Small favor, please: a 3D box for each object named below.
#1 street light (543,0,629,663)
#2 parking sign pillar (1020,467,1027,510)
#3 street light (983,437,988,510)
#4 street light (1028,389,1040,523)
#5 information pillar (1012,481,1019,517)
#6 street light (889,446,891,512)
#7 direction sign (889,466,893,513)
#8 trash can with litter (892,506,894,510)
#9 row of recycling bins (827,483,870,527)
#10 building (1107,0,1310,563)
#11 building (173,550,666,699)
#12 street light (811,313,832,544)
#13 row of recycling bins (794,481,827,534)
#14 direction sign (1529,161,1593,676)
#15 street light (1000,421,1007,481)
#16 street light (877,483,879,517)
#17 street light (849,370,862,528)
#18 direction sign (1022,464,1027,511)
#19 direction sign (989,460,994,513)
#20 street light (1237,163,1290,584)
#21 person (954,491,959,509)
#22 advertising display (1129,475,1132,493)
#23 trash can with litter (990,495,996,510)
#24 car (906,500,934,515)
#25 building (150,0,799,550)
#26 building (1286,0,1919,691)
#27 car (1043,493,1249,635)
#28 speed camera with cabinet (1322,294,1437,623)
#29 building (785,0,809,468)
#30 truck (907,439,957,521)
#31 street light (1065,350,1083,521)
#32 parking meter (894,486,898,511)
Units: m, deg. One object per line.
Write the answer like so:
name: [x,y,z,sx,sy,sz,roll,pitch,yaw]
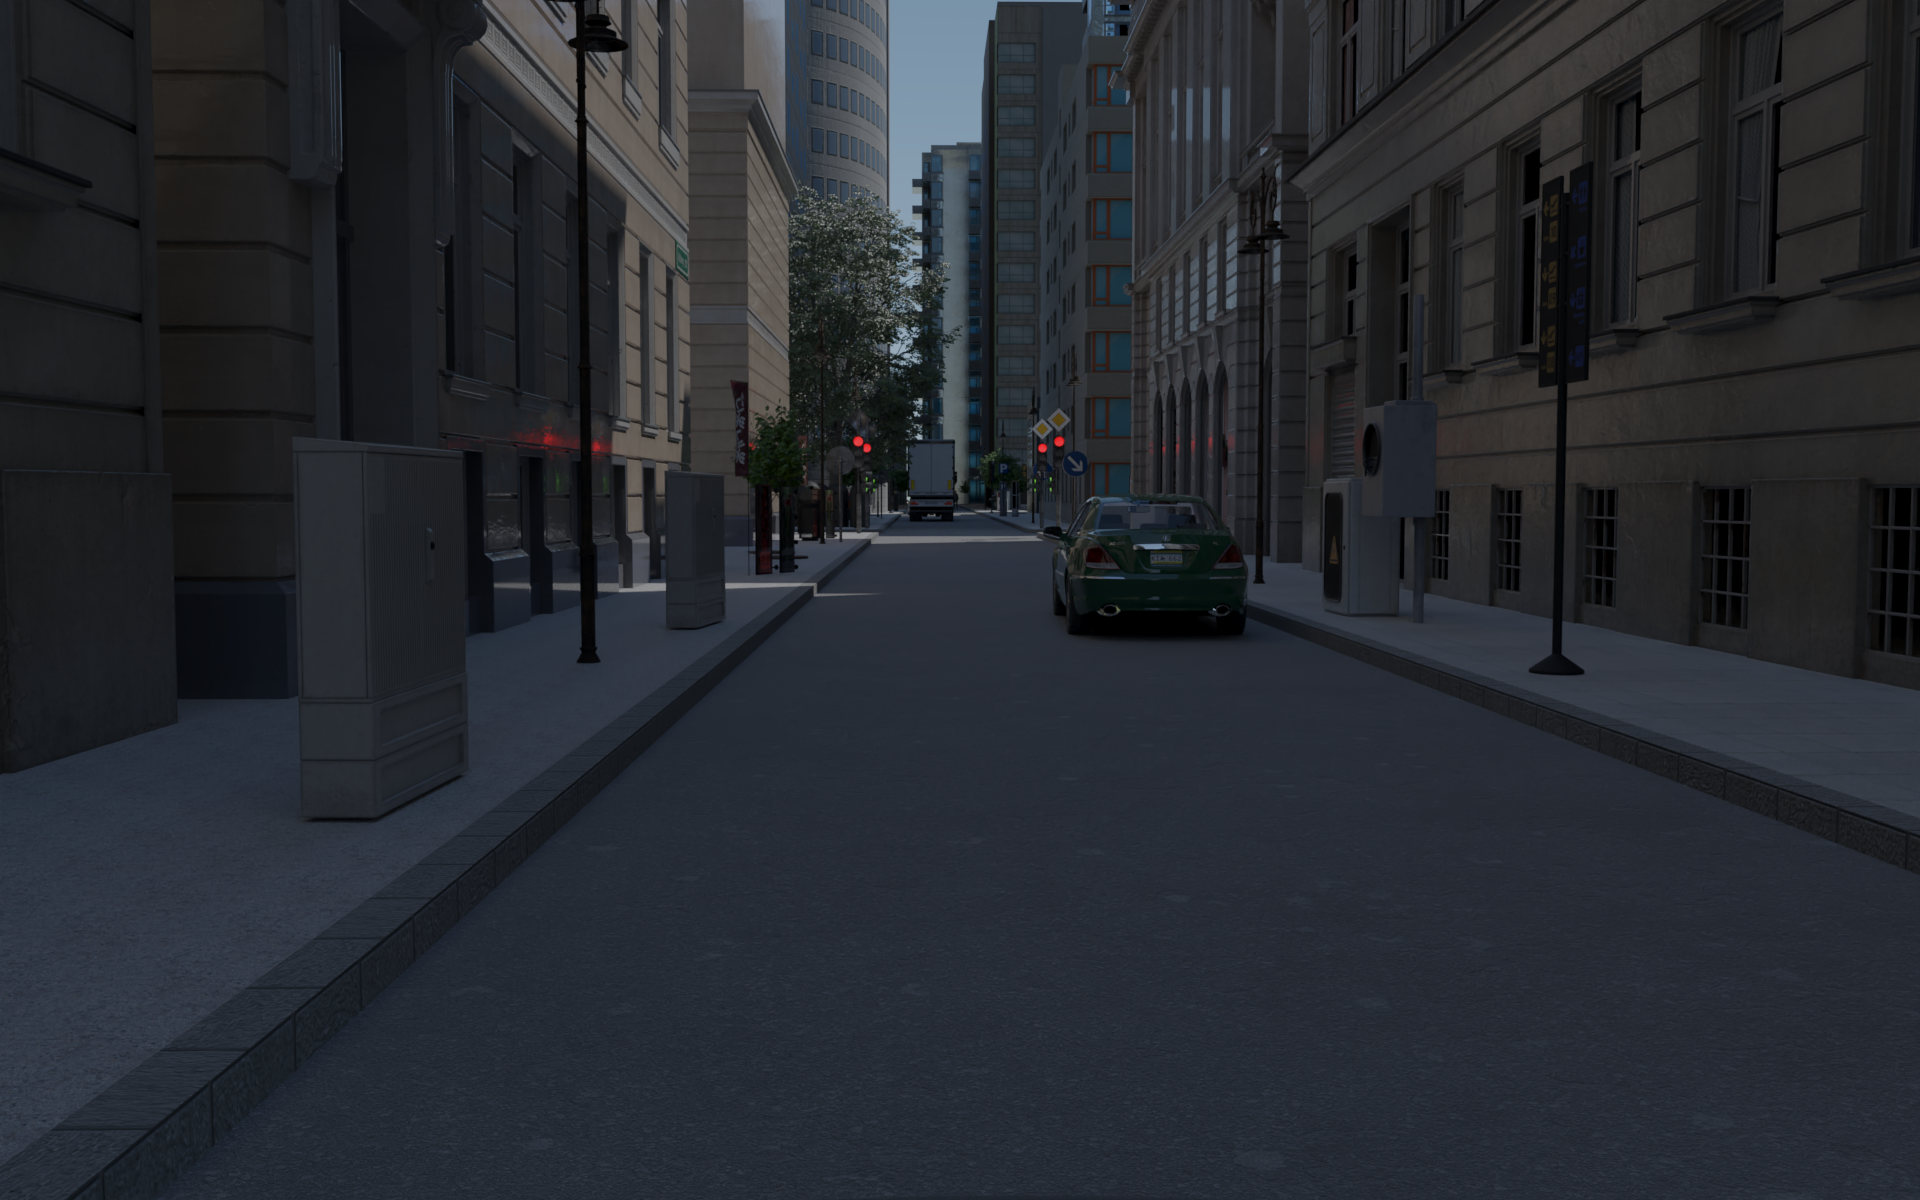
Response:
street light: [-2.830,-2.461,13.024,0.468,5.910,1.993,0,4,-1]
parking sign pillar: [5.453,-9.081,136.945,1.447,3.967,1.447,2,4,29]
street light: [2.030,-10.165,138.978,0.468,5.910,1.993,0,4,-1]
street light: [3.219,-6.316,76.059,0.468,5.910,1.993,0,4,-1]
information pillar: [3.123,-5.706,97.777,0.304,2.012,0.304,2,4,28]
street light: [-5.102,-9.418,126.772,0.468,5.910,1.993,0,4,-1]
direction sign: [-4.640,-7.611,116.444,0.379,3.537,0.876,0,4,-3]
trash can with litter: [-5.671,-7.806,139.008,1.055,1.170,0.624,-1,4,-13]
row of recycling bins: [-5.054,-3.688,67.411,3.534,1.692,1.069,2,4,30]
building: [11.527,-12.316,43.173,13.314,21.916,24.055,0,4,-1]
building: [-10.612,-14.289,19.535,13.634,28.700,20.117,0,4,-1]
street light: [-3.540,-4.383,44.445,0.468,5.910,1.993,0,4,-1]
row of recycling bins: [-6.260,-3.023,56.541,3.534,1.692,1.069,0,4,6]
direction sign: [4.279,-1.243,12.316,0.379,3.537,0.876,0,4,-2]
street light: [2.654,-8.214,107.078,0.468,5.910,1.993,0,4,-1]
street light: [-4.542,-7.521,95.752,0.468,5.910,1.993,0,4,-1]
street light: [-3.865,-5.608,64.471,0.468,5.910,1.993,0,4,-1]
direction sign: [5.087,-8.490,130.806,0.876,3.537,0.379,0,4,4]
direction sign: [2.133,-7.624,116.642,0.379,3.537,0.876,1,4,22]
street light: [4.288,-3.173,24.660,0.468,5.910,1.993,0,4,-1]
person: [-0.347,-9.512,164.547,0.617,1.759,0.750,-1,4,-16]
advertising display: [6.074,-3.182,57.236,0.974,1.923,0.123,1,4,14]
trash can with litter: [2.878,-7.734,137.844,0.624,1.170,1.055,3,5,39]
car: [-2.663,-6.462,117.657,2.014,1.417,4.499,0,4,-3]
building: [-14.908,-16.015,47.745,20.117,28.700,13.634,0,4,-1]
building: [13.386,-11.103,14.820,16.112,22.955,30.059,0,4,-1]
car: [2.006,-0.445,19.080,2.131,1.459,4.920,0,4,0]
speed camera with cabinet: [4.316,-1.444,17.947,0.660,3.252,2.038,0,4,-4]
building: [-14.859,-26.559,84.348,14.600,45.320,14.200,0,4,-1]
truck: [-1.530,-6.438,94.179,2.839,4.237,11.283,0,4,-1]
street light: [3.676,-5.083,55.892,0.468,5.910,1.993,0,4,-1]
parking meter: [-4.779,-7.561,129.328,0.255,1.863,0.399,1,4,16]
